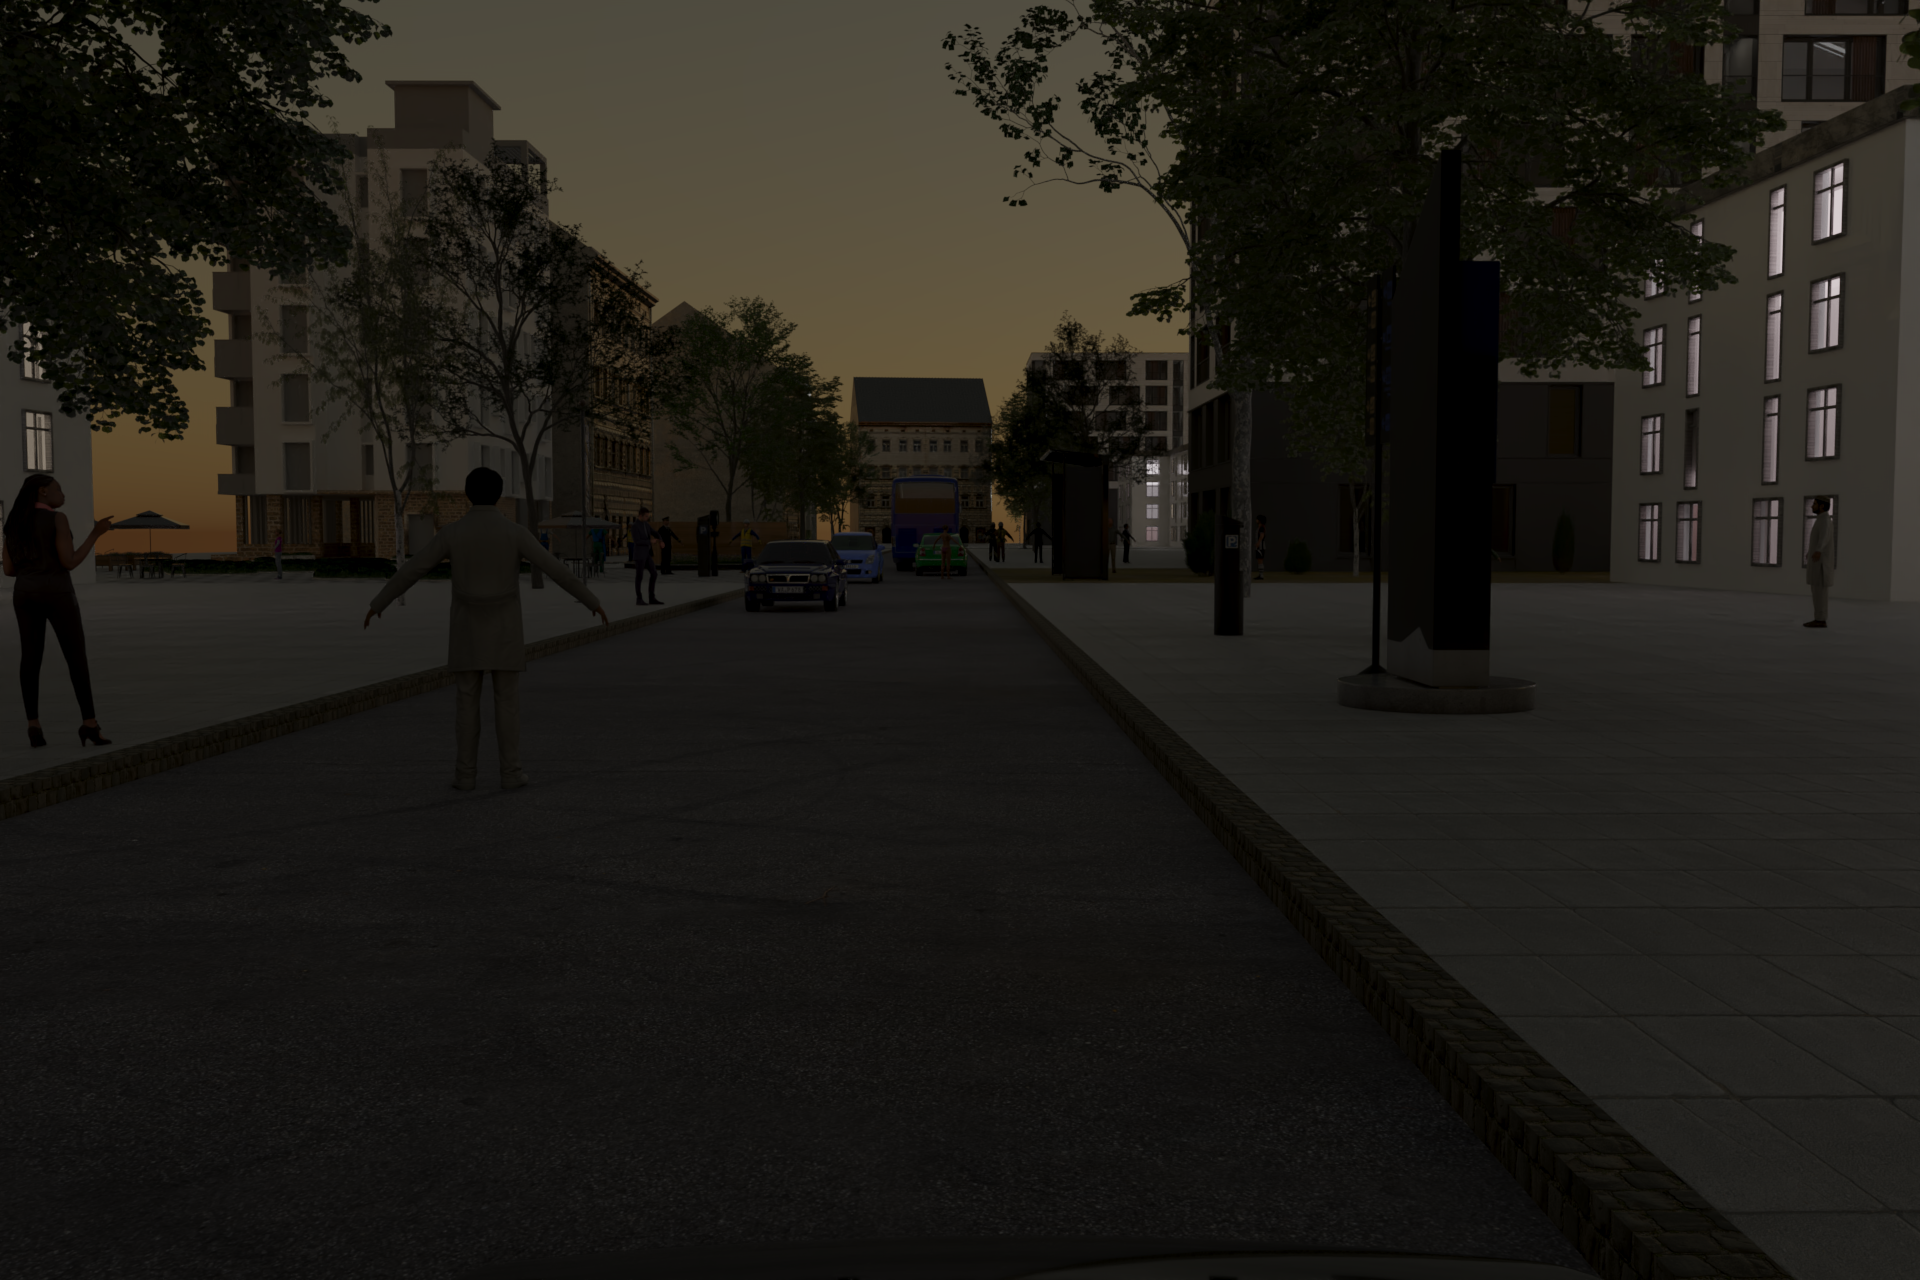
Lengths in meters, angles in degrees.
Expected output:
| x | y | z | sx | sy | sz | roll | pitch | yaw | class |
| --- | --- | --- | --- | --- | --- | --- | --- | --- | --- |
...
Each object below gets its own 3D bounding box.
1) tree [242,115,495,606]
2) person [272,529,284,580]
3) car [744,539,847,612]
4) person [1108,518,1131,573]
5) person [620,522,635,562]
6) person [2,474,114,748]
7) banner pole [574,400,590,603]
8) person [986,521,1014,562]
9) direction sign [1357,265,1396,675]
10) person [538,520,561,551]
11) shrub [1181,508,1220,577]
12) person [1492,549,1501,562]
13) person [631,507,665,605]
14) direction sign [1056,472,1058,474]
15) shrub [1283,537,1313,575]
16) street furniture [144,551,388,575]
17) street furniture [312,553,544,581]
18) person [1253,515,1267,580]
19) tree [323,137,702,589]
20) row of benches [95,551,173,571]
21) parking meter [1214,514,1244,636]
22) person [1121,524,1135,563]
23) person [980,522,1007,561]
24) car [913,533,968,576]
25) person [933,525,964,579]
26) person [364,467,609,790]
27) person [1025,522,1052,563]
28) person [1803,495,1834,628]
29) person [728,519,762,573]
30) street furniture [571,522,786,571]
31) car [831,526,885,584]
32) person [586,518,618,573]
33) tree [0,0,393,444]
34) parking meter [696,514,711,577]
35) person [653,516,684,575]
| x | y | z | sx | sy | sz | roll | pitch | yaw | class |
| --- | --- | --- | --- | --- | --- | --- | --- | --- | --- |
| -9.894 | -4.930 | 30.968 | 4.360 | 8.622 | 3.978 | 0 | 3 | 0 | tree |
| -19.322 | -2.427 | 48.940 | 0.599 | 1.433 | 0.991 | -1 | 4 | -15 | person |
| -3.115 | -1.265 | 33.259 | 1.945 | 1.354 | 3.894 | 0 | 3 | 0 | car |
| 4.946 | -3.104 | 57.021 | 1.348 | 1.796 | 0.705 | 0 | 4 | 5 | person |
| -14.855 | -4.416 | 78.175 | 1.349 | 1.833 | 0.705 | 3 | 5 | 42 | person |
| -5.439 | -0.181 | 10.472 | 0.593 | 1.643 | 0.415 | -2 | 4 | -34 | person |
| -7.035 | -2.603 | 32.581 | 0.401 | 3.779 | 0.863 | 0 | 4 | -1 | banner pole |
| 1.855 | -4.484 | 79.078 | 1.354 | 1.858 | 0.705 | -1 | 4 | -18 | person |
| 3.652 | -1.414 | 15.116 | 0.379 | 3.537 | 0.876 | 0 | 4 | -1 | direction sign |
| -16.798 | -3.923 | 69.994 | 1.347 | 1.847 | 0.705 | -1 | 4 | -10 | person |
| 7.553 | -2.966 | 52.528 | 1.661 | 2.075 | 1.752 | 0 | 3 | 0 | shrub |
| 9.557 | -1.410 | 32.259 | 0.989 | 1.438 | 0.599 | 1 | 4 | 17 | person |
| -5.576 | -1.509 | 31.167 | 0.568 | 1.767 | 0.683 | 1 | 4 | 20 | person |
| 3.552 | -4.374 | 63.516 | 0.379 | 3.537 | 0.876 | 0 | 4 | -1 | direction sign |
| 10.722 | -2.682 | 54.966 | 1.383 | 1.207 | 1.383 | 0 | 3 | 0 | shrub |
| -23.565 | -2.657 | 59.071 | 5.734 | 0.657 | 10.072 | 1 | 4 | 21 | street furniture |
| -15.768 | -2.231 | 52.095 | 5.734 | 0.657 | 10.072 | 0 | 4 | 0 | street furniture |
| 8.417 | -2.603 | 48.704 | 0.704 | 1.843 | 1.345 | 1 | 4 | 8 | person |
| -10.095 | -6.495 | 40.612 | 8.767 | 10.594 | 7.601 | -3 | 4 | -36 | tree |
| -29.284 | -2.817 | 61.523 | 1.422 | 0.672 | 4.104 | 0 | 4 | 6 | row of benches |
| 3.412 | -0.828 | 21.955 | 0.372 | 1.533 | 0.369 | 0 | 3 | 0 | parking meter |
| 7.372 | -4.237 | 75.989 | 0.721 | 1.740 | 1.216 | 2 | 4 | 35 | person |
| 1.579 | -4.679 | 82.286 | 1.354 | 1.856 | 0.705 | -1 | 4 | -17 | person |
| -0.670 | -3.169 | 60.617 | 1.959 | 1.807 | 4.718 | 0 | 4 | -1 | car |
| -0.399 | -2.800 | 55.034 | 1.217 | 1.733 | 0.721 | 3 | 4 | 37 | person |
| -2.672 | -0.070 | 9.780 | 1.347 | 1.806 | 0.705 | -1 | 4 | -11 | person |
| 3.483 | -4.304 | 76.553 | 1.347 | 1.806 | 0.705 | 1 | 4 | 18 | person |
| 11.819 | -1.087 | 23.859 | 0.704 | 1.819 | 1.344 | 1 | 4 | 23 | person |
| -7.036 | -3.078 | 56.790 | 1.216 | 1.772 | 0.721 | 1 | 4 | 21 | person |
| -7.988 | -3.484 | 63.814 | 11.010 | 1.723 | 9.812 | -2 | 4 | -26 | street furniture |
| -3.167 | -2.550 | 51.277 | 1.945 | 1.707 | 3.694 | 0 | 3 | 0 | car |
| -11.773 | -3.085 | 56.574 | 1.347 | 1.817 | 0.704 | 2 | 4 | 24 | person |
| -9.592 | -6.684 | 15.938 | 9.857 | 13.997 | 8.962 | 0 | 3 | 0 | tree |
| -7.666 | -2.816 | 51.760 | 0.399 | 1.863 | 0.255 | 0 | 4 | 1 | parking meter |
| -9.246 | -2.977 | 54.604 | 0.705 | 1.837 | 1.347 | 2 | 4 | 33 | person |
